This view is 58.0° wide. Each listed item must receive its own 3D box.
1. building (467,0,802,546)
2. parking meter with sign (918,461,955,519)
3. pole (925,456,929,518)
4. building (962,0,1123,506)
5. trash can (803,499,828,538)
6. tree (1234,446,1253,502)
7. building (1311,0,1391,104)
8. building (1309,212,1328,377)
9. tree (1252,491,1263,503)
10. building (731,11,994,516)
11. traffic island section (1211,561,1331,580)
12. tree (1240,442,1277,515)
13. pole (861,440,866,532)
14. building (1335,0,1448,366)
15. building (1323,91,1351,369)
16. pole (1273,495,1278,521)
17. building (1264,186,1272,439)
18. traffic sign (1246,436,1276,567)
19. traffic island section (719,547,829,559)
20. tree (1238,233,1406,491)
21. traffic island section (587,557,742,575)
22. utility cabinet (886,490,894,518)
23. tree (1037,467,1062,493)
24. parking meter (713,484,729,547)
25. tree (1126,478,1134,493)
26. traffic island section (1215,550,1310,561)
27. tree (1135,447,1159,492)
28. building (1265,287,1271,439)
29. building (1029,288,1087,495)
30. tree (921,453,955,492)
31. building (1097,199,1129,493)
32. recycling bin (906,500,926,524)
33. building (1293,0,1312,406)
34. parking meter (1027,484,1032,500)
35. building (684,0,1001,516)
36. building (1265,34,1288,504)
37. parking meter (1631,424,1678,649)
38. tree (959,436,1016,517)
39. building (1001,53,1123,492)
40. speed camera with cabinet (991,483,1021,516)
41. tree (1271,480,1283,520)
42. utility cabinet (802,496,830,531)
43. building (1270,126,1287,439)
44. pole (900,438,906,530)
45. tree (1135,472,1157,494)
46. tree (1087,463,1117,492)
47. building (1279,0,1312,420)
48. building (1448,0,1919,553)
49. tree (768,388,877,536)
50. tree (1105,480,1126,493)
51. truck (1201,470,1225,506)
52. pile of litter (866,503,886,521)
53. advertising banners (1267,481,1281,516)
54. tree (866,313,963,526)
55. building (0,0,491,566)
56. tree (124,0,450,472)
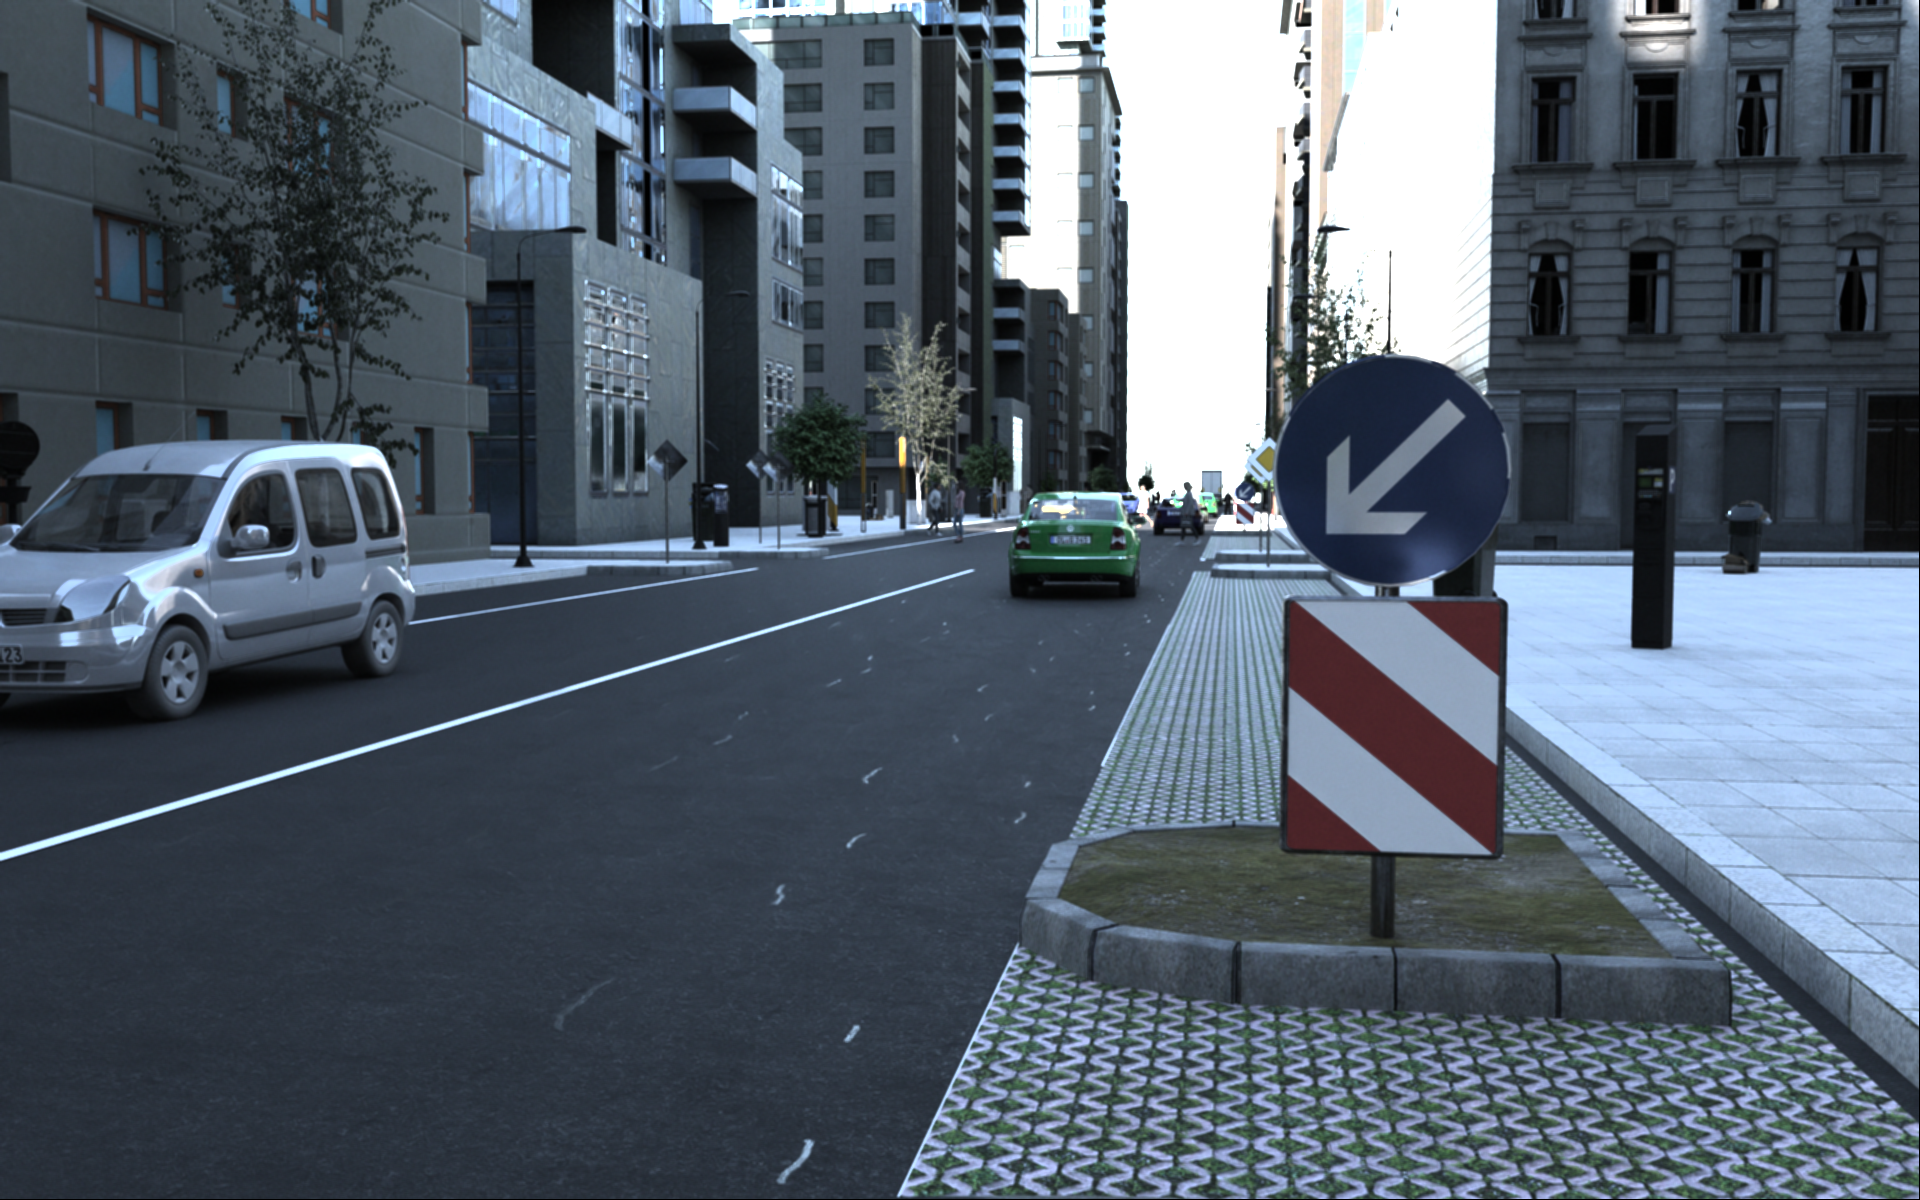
[{"bbox_3d":[-18.041,-45.515,56.845,22.319,86.520,31.000,1,4,9],"label":"building"},{"bbox_3d":[-1.285,-5.799,91.075,1.738,3.016,0.543,2,4,26],"label":"parking meter with sign"},{"bbox_3d":[-1.748,-6.028,92.393,0.158,3.312,0.155,0,3,0],"label":"pole"},{"bbox_3d":[14.091,-57.748,256.846,22.319,86.520,31.000,1,4,9],"label":"building"},{"bbox_3d":[-4.272,-2.420,51.212,0.748,1.137,0.748,0,3,0],"label":"trash can"},{"bbox_3d":[43.825,-19.157,263.582,4.360,8.622,3.978,0,3,0],"label":"tree"},{"bbox_3d":[31.677,-28.773,120.541,14.600,45.320,14.200,1,4,9],"label":"building"},{"bbox_3d":[26.151,-14.479,101.352,10.561,19.102,19.286,1,4,9],"label":"building"},{"bbox_3d":[44.057,-16.220,259.798,1.663,3.219,1.824,0,3,0],"label":"tree"},{"bbox_3d":[-5.795,-20.583,108.239,14.160,30.474,14.107,1,4,9],"label":"building"},{"bbox_3d":[5.424,-0.494,30.364,2.009,0.180,2.903,1,4,9],"label":"traffic island section"},{"bbox_3d":[19.866,-7.643,108.673,4.285,4.588,4.351,0,3,0],"label":"tree"},{"bbox_3d":[-3.243,-3.933,58.150,0.158,3.312,0.155,0,3,0],"label":"pole"},{"bbox_3d":[19.905,-12.855,64.937,10.420,20.320,16.860,1,4,9],"label":"building"},{"bbox_3d":[22.709,-14.294,82.863,9.793,20.994,18.267,1,4,9],"label":"building"},{"bbox_3d":[14.816,-5.341,81.168,0.158,3.312,0.155,0,3,0],"label":"pole"},{"bbox_3d":[56.264,-38.706,256.539,21.300,48.544,21.600,1,4,9],"label":"building"},{"bbox_3d":[5.399,-1.630,30.291,0.795,2.450,0.064,1,4,9],"label":"traffic sign"},{"bbox_3d":[-4.198,-1.081,39.954,2.009,0.180,2.903,1,4,9],"label":"traffic island section"},{"bbox_3d":[10.511,-5.997,48.408,4.737,8.622,4.395,0,3,0],"label":"tree"},{"bbox_3d":[-5.435,-0.598,32.065,2.009,0.180,2.903,1,4,9],"label":"traffic island section"},{"bbox_3d":[-3.757,-5.115,92.307,0.318,1.500,1.173,0,4,-8],"label":"utility cabinet"},{"bbox_3d":[6.310,-7.951,124.593,1.663,3.219,1.824,0,3,0],"label":"tree"},{"bbox_3d":[-5.841,-2.075,42.335,0.372,1.533,0.369,0,3,0],"label":"parking meter"},{"bbox_3d":[20.095,-13.005,207.236,1.663,3.219,1.824,0,3,0],"label":"tree"},{"bbox_3d":[6.660,-0.977,38.254,2.009,0.180,2.903,1,4,9],"label":"traffic island section"},{"bbox_3d":[28.763,-19.238,264.903,4.737,8.622,4.395,0,3,0],"label":"tree"},{"bbox_3d":[49.441,-28.649,240.119,14.160,30.474,14.107,1,4,9],"label":"building"},{"bbox_3d":[-3.106,-19.409,162.370,27.650,21.520,28.899,1,4,9],"label":"building"},{"bbox_3d":[-1.040,-5.309,81.396,1.663,3.219,1.824,0,3,0],"label":"tree"},{"bbox_3d":[15.453,-33.733,235.122,14.154,41.232,14.086,1,4,9],"label":"building"},{"bbox_3d":[-1.880,-3.772,74.233,0.722,1.027,0.722,-1,4,-15],"label":"recycling bin"},{"bbox_3d":[38.809,-29.760,141.199,22.147,44.769,28.867,1,4,9],"label":"building"},{"bbox_3d":[4.200,-6.099,105.431,0.255,1.863,0.399,2,4,29],"label":"parking meter"},{"bbox_3d":[-5.149,-50.017,130.448,22.319,86.520,31.000,1,4,9],"label":"building"},{"bbox_3d":[49.600,-47.890,221.245,20.563,71.187,20.611,1,4,9],"label":"building"},{"bbox_3d":[5.785,-0.533,14.432,0.255,1.863,0.399,2,4,35],"label":"parking meter"},{"bbox_3d":[1.594,-6.948,97.308,4.285,4.588,4.351,0,3,0],"label":"tree"},{"bbox_3d":[4.961,-38.221,214.157,28.713,52.752,27.495,1,4,9],"label":"building"},{"bbox_3d":[2.751,-6.721,104.219,2.038,3.252,0.660,-3,5,-40],"label":"speed camera with cabinet"},{"bbox_3d":[16.598,-5.634,86.724,1.663,3.219,1.824,0,3,0],"label":"tree"},{"bbox_3d":[-5.033,-3.034,60.762,1.020,1.237,0.306,-3,5,-39],"label":"utility cabinet"},{"bbox_3d":[44.033,-33.958,205.320,14.600,45.320,14.200,1,4,9],"label":"building"},{"bbox_3d":[-2.070,-4.207,62.622,0.158,3.312,0.155,0,3,0],"label":"pole"},{"bbox_3d":[27.097,-16.478,253.125,4.285,4.588,4.351,0,3,0],"label":"tree"},{"bbox_3d":[14.841,-12.124,181.943,4.285,4.588,4.351,0,3,0],"label":"tree"},{"bbox_3d":[45.670,-35.420,168.355,28.713,52.752,27.495,1,4,9],"label":"building"},{"bbox_3d":[21.373,-11.785,41.841,18.267,20.994,9.793,1,4,9],"label":"building"},{"bbox_3d":[-4.271,-4.281,53.700,4.285,4.588,4.351,0,3,0],"label":"tree"},{"bbox_3d":[16.380,-11.676,185.503,1.663,3.219,1.824,0,3,0],"label":"tree"},{"bbox_3d":[29.791,-13.195,204.649,2.839,4.237,11.283,1,4,9],"label":"truck"},{"bbox_3d":[-4.167,-4.313,84.484,1.176,0.858,1.719,3,5,40],"label":"pile of litter"},{"bbox_3d":[18.264,-6.388,100.626,0.090,3.025,2.074,-1,4,-13],"label":"advertising banners"},{"bbox_3d":[-1.670,-7.294,69.615,4.360,8.622,3.978,0,3,0],"label":"tree"},{"bbox_3d":[-25.720,-10.841,22.283,28.899,21.520,27.650,1,4,9],"label":"building"},{"bbox_3d":[-8.849,-4.479,23.601,4.360,8.622,3.978,0,3,0],"label":"tree"}]
